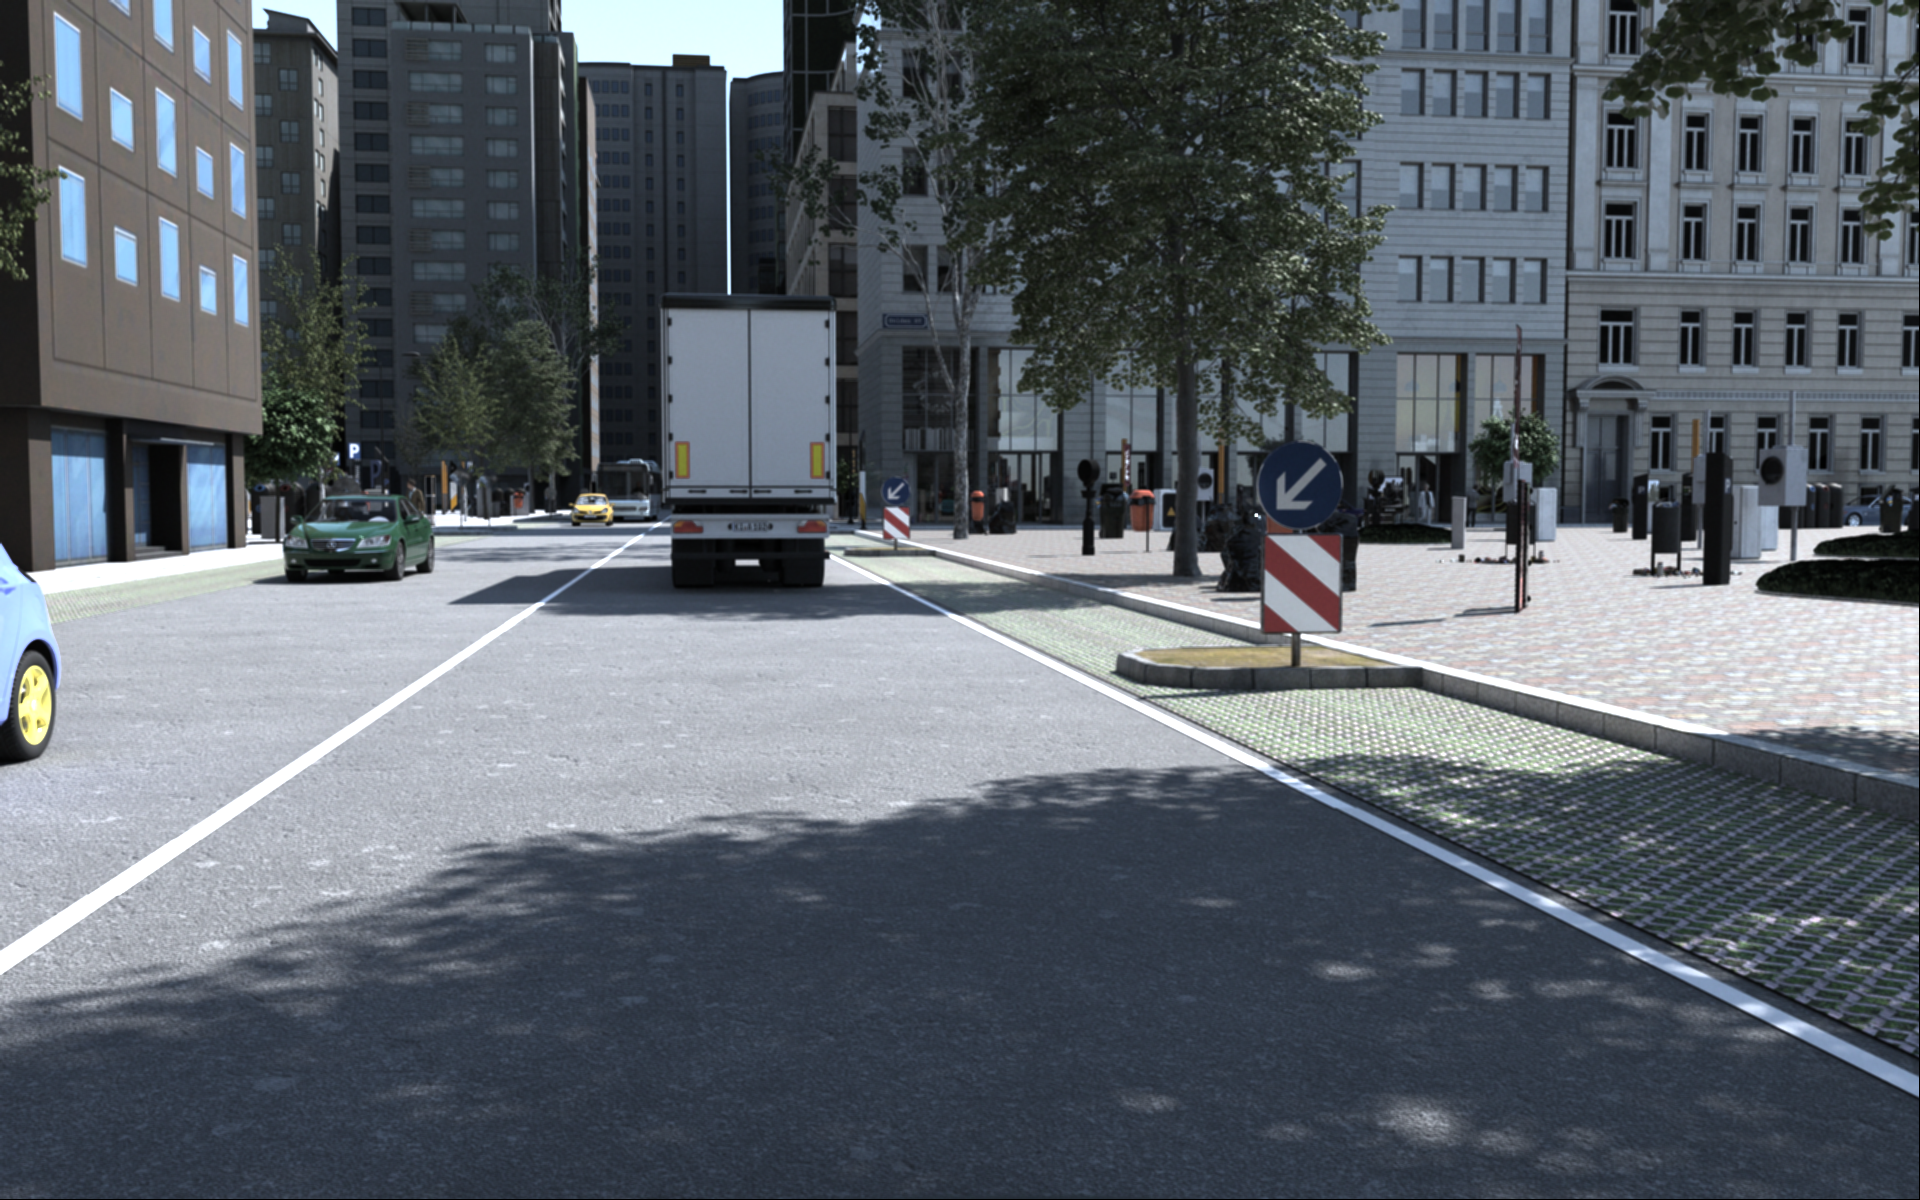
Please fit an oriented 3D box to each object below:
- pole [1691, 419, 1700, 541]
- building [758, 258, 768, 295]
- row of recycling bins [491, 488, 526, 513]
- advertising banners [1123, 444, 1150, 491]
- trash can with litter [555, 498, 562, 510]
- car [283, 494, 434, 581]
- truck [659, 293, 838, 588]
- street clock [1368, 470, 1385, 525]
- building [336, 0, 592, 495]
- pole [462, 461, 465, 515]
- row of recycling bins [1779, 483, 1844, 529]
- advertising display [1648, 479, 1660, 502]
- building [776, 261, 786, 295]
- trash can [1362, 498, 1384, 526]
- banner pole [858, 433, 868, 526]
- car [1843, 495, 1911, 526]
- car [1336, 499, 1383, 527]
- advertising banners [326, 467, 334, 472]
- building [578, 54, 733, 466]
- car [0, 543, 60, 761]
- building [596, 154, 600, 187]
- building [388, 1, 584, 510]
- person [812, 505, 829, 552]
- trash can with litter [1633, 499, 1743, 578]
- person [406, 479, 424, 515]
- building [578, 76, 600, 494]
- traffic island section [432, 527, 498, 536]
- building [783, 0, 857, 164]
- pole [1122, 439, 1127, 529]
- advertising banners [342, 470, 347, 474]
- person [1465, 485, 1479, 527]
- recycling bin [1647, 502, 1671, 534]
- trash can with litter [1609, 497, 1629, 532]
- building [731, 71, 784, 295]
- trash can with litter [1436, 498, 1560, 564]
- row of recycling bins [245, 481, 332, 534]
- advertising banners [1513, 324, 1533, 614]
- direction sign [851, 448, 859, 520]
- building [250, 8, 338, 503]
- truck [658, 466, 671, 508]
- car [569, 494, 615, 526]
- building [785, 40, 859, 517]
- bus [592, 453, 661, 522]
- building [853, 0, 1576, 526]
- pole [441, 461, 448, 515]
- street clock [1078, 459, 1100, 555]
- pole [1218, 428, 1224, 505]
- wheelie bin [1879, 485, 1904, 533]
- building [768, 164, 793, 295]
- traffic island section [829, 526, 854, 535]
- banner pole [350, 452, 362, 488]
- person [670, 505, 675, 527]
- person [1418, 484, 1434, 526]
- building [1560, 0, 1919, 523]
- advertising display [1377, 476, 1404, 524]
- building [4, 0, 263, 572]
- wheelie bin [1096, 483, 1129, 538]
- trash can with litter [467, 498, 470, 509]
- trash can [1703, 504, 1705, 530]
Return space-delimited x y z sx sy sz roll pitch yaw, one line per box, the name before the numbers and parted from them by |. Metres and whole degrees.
pole | 20.110 -3.276 47.407 0.158 3.312 0.155 0 3 0
building | -17.836 -27.011 213.334 14.160 30.474 14.107 -1 4 -8
row of recycling bins | -30.745 -6.694 116.560 1.069 1.692 3.534 3 5 40
advertising banners | 6.244 -3.972 61.122 0.090 3.025 2.074 2 4 34
trash can with litter | -32.064 -7.688 137.090 1.055 1.170 0.624 -3 5 -45
car | -10.340 -1.115 30.029 2.131 1.459 4.920 0 4 -7
truck | -3.726 -2.508 29.920 2.839 4.237 11.283 0 4 -8
street clock | 12.323 -2.857 51.284 0.358 2.002 0.471 -2 4 -26
building | -45.969 -44.361 163.555 20.563 71.187 20.611 -1 4 -8
pole | -30.833 -6.953 107.530 0.158 3.312 0.155 0 3 0
row of recycling bins | 31.863 -3.535 64.903 3.534 1.692 1.069 -2 4 -34
advertising display | 29.926 -4.264 74.928 0.974 1.923 0.123 -2 4 -35
building | -8.061 -18.852 137.901 12.332 23.373 15.834 -1 4 -8
trash can | 14.626 -3.041 61.376 0.748 1.137 0.748 0 3 0
banner pole | -3.913 -4.926 70.555 0.401 3.779 0.863 0 4 7
car | 38.681 -3.755 73.401 4.499 1.417 2.014 -1 4 -10
car | 14.532 -3.388 67.969 3.894 1.354 1.945 -1 4 -9
advertising banners | -41.381 -7.071 111.795 2.074 3.025 0.090 0 4 6
building | -45.647 -42.344 234.329 28.212 58.520 21.231 -1 4 -8
car | -5.647 0.100 7.957 1.945 1.707 3.694 0 4 -7
building | -55.641 -33.586 203.754 28.867 44.769 22.147 -1 4 -8
building | -39.993 -28.395 147.847 14.154 41.232 14.086 -1 4 -8
person | -3.575 -2.064 42.347 0.635 1.810 0.391 2 4 26
trash can with litter | 11.601 -1.003 27.464 2.233 1.210 1.678 -1 4 -18
person | -15.032 -2.396 47.589 0.656 1.842 0.836 -1 4 -10
building | -45.538 -32.530 181.970 14.600 45.320 14.200 -1 4 -8
traffic island section | -17.428 -2.336 60.473 2.009 0.180 2.903 -1 4 -8
building | -8.962 -44.858 171.677 20.563 71.187 20.611 -1 4 -8
pole | 6.092 -4.305 64.224 0.158 3.312 0.155 0 3 0
advertising banners | -44.874 -7.889 125.178 0.090 3.025 2.074 0 4 -3
person | 20.029 -3.618 67.832 0.592 1.802 0.473 1 4 20
recycling bin | 22.653 -2.669 56.189 0.722 1.027 0.722 1 4 17
trash can with litter | 22.159 -2.863 58.193 0.624 1.170 1.055 2 4 25
building | -17.299 -42.605 238.596 28.212 58.520 21.231 -1 4 -8
trash can with litter | 10.107 -1.311 32.491 2.233 1.210 1.678 1 4 17
row of recycling bins | -21.904 -2.960 55.511 3.534 1.692 1.069 0 4 -1
advertising banners | 6.121 -1.387 18.866 0.090 3.025 2.074 1 4 23
direction sign | -5.125 -5.715 85.443 0.379 3.537 0.876 2 4 27
building | -83.486 -37.124 196.215 27.495 52.752 28.713 -1 4 -8
truck | -30.150 -11.571 178.103 2.839 4.237 11.283 -1 4 -9
car | -16.569 -4.151 78.098 2.015 1.641 3.980 -1 4 -9
building | -0.906 -18.883 113.248 19.350 26.468 34.151 -1 4 -8
bus | -17.368 -5.892 91.199 2.948 3.499 13.247 0 4 -7
building | 10.601 -18.326 77.118 29.804 29.767 11.434 -1 4 -8
pole | -31.682 -6.872 106.207 0.158 3.312 0.155 0 3 0
street clock | 2.695 -1.941 36.306 0.358 2.002 0.471 -2 4 -35
pole | 8.032 -3.637 53.301 0.158 3.312 0.155 0 3 0
wheelie bin | 30.911 -3.031 57.467 0.693 1.594 0.980 1 4 17
building | -9.489 -23.451 155.126 14.160 30.474 14.107 -1 4 -8
traffic island section | -4.921 -2.448 62.314 2.009 0.180 2.903 -1 4 -8
banner pole | -31.381 -6.105 89.839 0.863 3.779 0.401 1 4 12
person | -12.392 -4.108 75.894 0.641 1.798 0.478 -1 4 -14
person | 18.398 -3.677 68.499 0.514 1.842 0.818 -2 4 -26
building | 35.060 -18.132 82.366 20.117 28.700 13.634 -1 4 -8
advertising display | 15.447 -3.489 62.257 0.974 1.923 0.123 1 4 9
building | -22.634 -23.395 32.622 14.600 45.320 14.200 -1 4 -8
wheelie bin | 4.451 -2.591 50.267 0.980 1.594 0.693 -1 4 -12
trash can with litter | -31.809 -6.168 112.227 1.055 1.170 0.624 1 4 9
trash can | 25.747 -2.916 59.334 0.748 1.137 0.748 0 3 0
